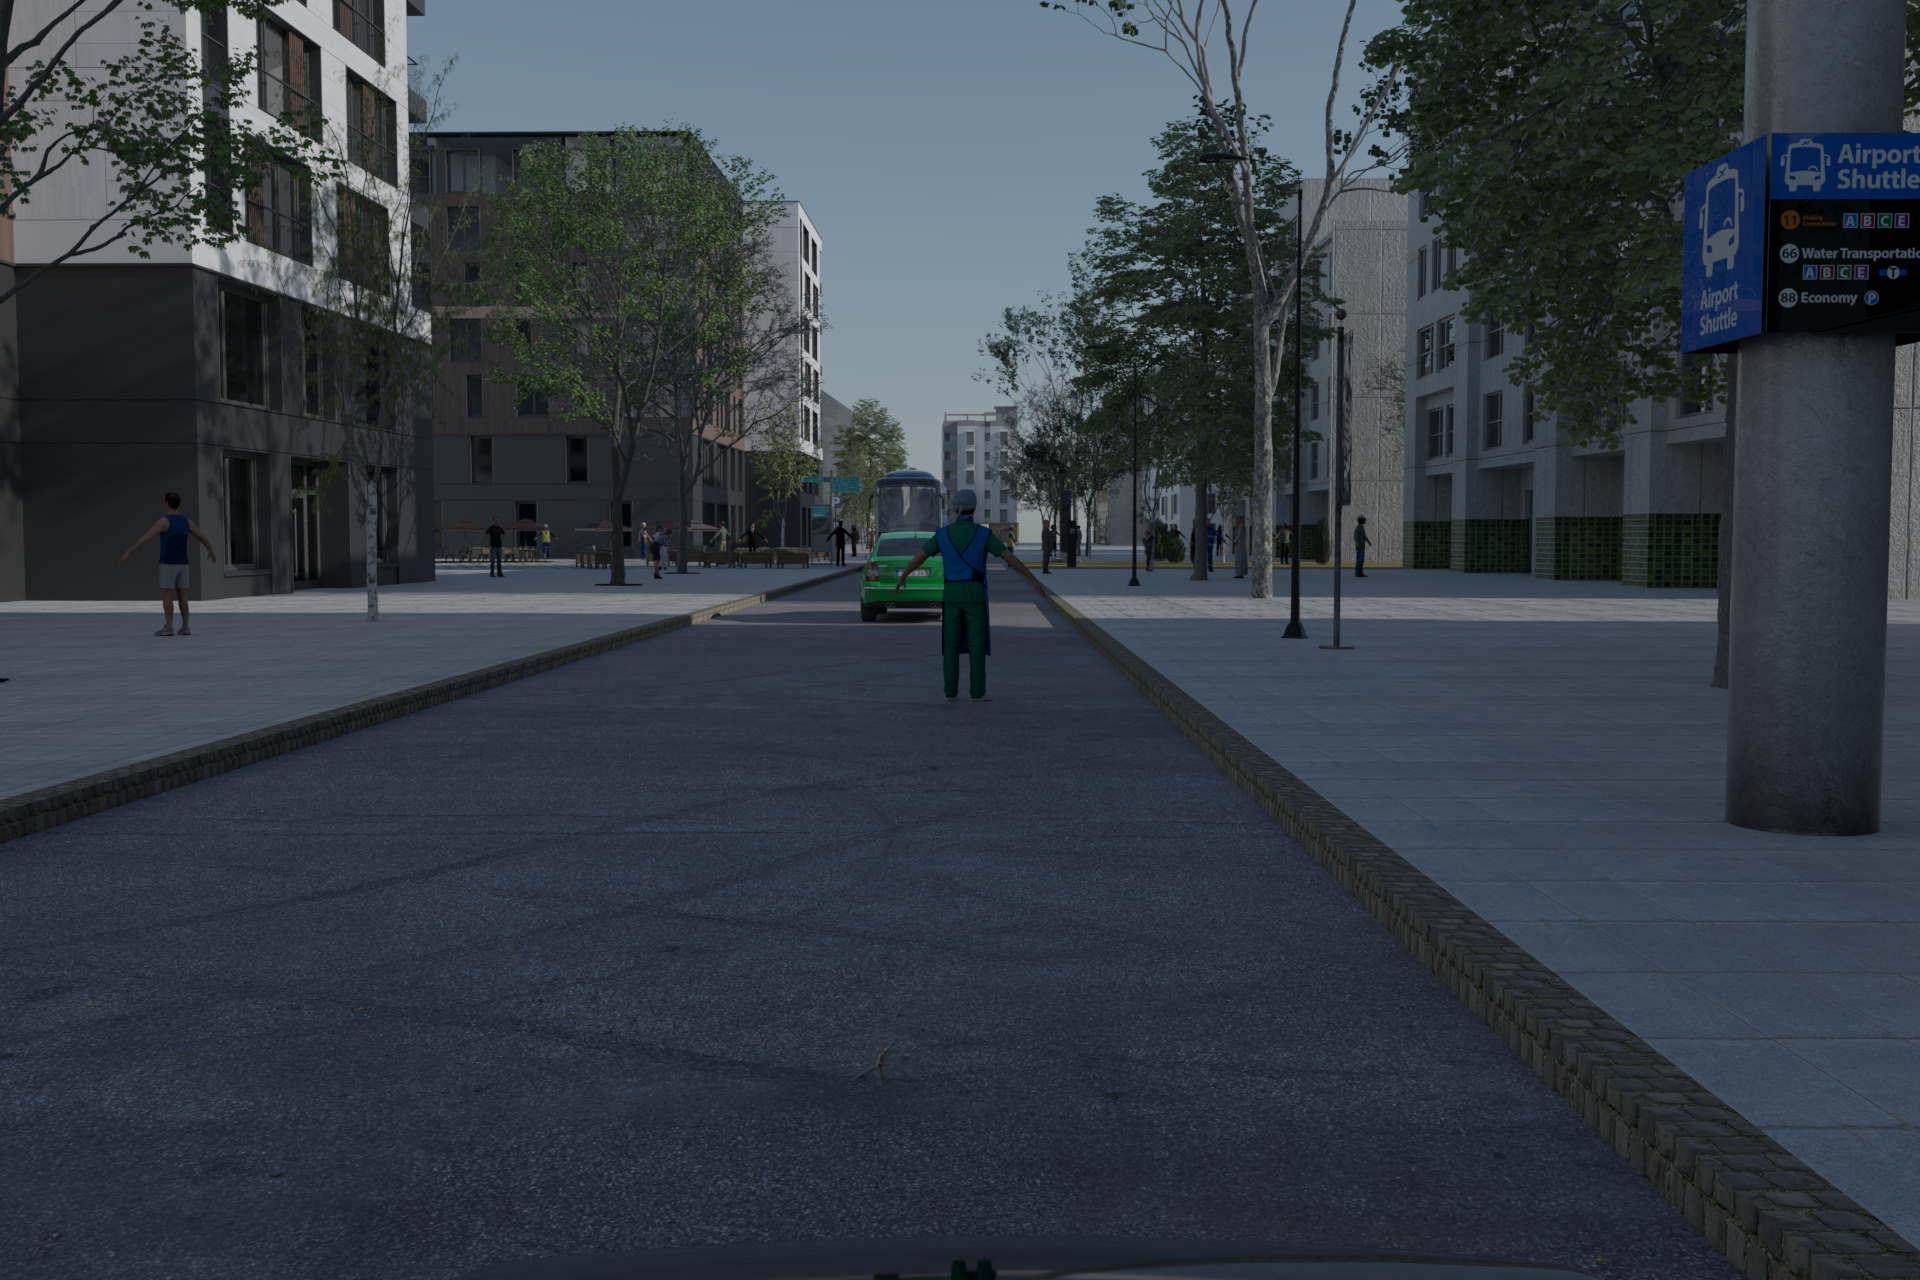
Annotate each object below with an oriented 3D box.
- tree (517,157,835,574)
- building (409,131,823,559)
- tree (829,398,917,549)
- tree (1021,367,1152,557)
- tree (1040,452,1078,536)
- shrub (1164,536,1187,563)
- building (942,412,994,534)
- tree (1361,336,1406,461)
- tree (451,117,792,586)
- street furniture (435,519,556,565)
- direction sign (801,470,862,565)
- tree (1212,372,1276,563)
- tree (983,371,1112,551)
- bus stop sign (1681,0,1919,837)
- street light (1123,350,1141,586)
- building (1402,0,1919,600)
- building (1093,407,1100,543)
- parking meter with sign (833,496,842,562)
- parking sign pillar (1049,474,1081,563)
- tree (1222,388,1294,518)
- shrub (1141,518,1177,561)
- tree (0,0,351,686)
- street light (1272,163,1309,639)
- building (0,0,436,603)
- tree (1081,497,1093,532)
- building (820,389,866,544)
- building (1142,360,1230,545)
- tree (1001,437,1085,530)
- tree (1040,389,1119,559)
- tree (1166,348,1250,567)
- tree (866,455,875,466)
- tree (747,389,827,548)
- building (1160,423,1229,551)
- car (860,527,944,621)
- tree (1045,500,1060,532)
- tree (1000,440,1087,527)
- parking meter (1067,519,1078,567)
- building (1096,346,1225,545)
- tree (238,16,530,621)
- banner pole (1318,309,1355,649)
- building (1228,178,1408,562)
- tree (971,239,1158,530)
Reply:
[{"bbox_3d":[-8.815,-8.874,55.462,12.009,13.543,11.850,0,3,0],"label":"tree"},{"bbox_3d":[-23.827,-15.939,104.584,27.936,21.610,32.646,0,4,1],"label":"building"},{"bbox_3d":[-7.268,-13.832,144.285,7.486,12.596,7.792,0,3,0],"label":"tree"},{"bbox_3d":[7.054,-9.981,97.607,8.767,10.594,7.601,2,4,27],"label":"tree"},{"bbox_3d":[7.860,-11.863,144.325,4.360,8.622,3.978,0,3,0],"label":"tree"},{"bbox_3d":[9.460,-3.963,75.909,1.383,1.207,1.383,0,3,0],"label":"shrub"},{"bbox_3d":[-2.255,-24.459,258.785,11.380,20.090,16.016,-1,4,-9],"label":"building"},{"bbox_3d":[22.084,-9.925,72.638,12.009,13.543,11.850,0,3,0],"label":"tree"},{"bbox_3d":[-8.343,-7.156,42.759,9.928,11.665,9.643,0,3,0],"label":"tree"},{"bbox_3d":[-30.207,-3.918,69.094,27.439,1.986,14.083,-1,4,-13],"label":"street furniture"},{"bbox_3d":[-5.352,-5.133,72.693,2.525,3.948,1.411,0,4,1],"label":"direction sign"},{"bbox_3d":[11.536,-7.760,77.242,4.360,8.622,3.978,0,3,0],"label":"tree"},{"bbox_3d":[7.157,-13.446,130.216,12.009,13.543,11.850,0,3,0],"label":"tree"},{"bbox_3d":[3.716,-1.133,7.535,0.837,3.901,0.837,0,4,0],"label":"bus stop sign"},{"bbox_3d":[4.842,-4.282,42.551,1.470,5.913,1.316,0,4,1],"label":"street light"},{"bbox_3d":[24.803,-11.153,48.817,16.747,18.905,31.486,0,4,1],"label":"building"},{"bbox_3d":[27.391,-22.462,233.715,16.747,18.905,31.486,0,4,1],"label":"building"},{"bbox_3d":[-5.702,-5.153,80.516,0.543,3.016,1.738,0,4,1],"label":"parking meter with sign"},{"bbox_3d":[4.725,-5.475,77.994,1.447,3.967,1.447,0,4,0],"label":"parking sign pillar"},{"bbox_3d":[13.741,-8.064,82.204,4.360,8.622,3.978,0,3,0],"label":"tree"},{"bbox_3d":[9.370,-4.712,81.453,1.690,2.028,1.600,0,3,0],"label":"shrub"},{"bbox_3d":[-8.606,-5.414,14.274,9.928,11.665,9.643,0,3,0],"label":"tree"},{"bbox_3d":[4.679,-2.976,21.205,1.470,5.913,1.316,0,4,0],"label":"street light"},{"bbox_3d":[-28.482,-11.412,30.563,27.936,21.610,32.646,0,4,1],"label":"building"},{"bbox_3d":[20.003,-18.695,256.028,4.737,8.622,4.395,0,3,0],"label":"tree"},{"bbox_3d":[-22.494,-24.496,231.436,19.493,23.208,18.063,0,4,1],"label":"building"},{"bbox_3d":[25.732,-20.717,195.141,16.016,20.090,11.380,0,4,0],"label":"building"},{"bbox_3d":[7.805,-13.366,152.951,8.767,10.594,7.601,0,4,-6],"label":"tree"},{"bbox_3d":[6.787,-8.389,87.529,4.360,8.622,3.978,0,3,0],"label":"tree"},{"bbox_3d":[9.507,-7.115,66.689,4.360,8.622,3.978,0,3,0],"label":"tree"},{"bbox_3d":[-18.181,-24.531,256.964,12.611,20.169,13.585,0,3,0],"label":"tree"},{"bbox_3d":[-8.706,-8.269,85.567,4.737,8.622,4.395,0,3,0],"label":"tree"},{"bbox_3d":[20.701,-11.382,128.240,9.099,9.664,28.070,0,4,0],"label":"building"},{"bbox_3d":[-0.714,-1.284,29.786,1.959,1.807,4.718,0,4,1],"label":"car"},{"bbox_3d":[15.330,-18.869,258.875,4.360,8.622,3.978,0,3,0],"label":"tree"},{"bbox_3d":[7.959,-13.969,162.811,8.767,10.594,7.601,0,4,3],"label":"tree"},{"bbox_3d":[4.349,-3.752,67.058,0.399,1.863,0.255,0,4,-1],"label":"parking meter"},{"bbox_3d":[26.438,-23.103,208.666,19.493,23.208,18.063,0,4,0],"label":"building"},{"bbox_3d":[-8.742,-4.571,25.100,4.360,8.622,3.978,0,3,0],"label":"tree"},{"bbox_3d":[4.226,-1.779,19.104,0.401,3.779,0.863,0,4,1],"label":"banner pole"},{"bbox_3d":[25.480,-13.966,94.802,16.747,18.905,31.486,0,4,0],"label":"building"},{"bbox_3d":[7.113,-15.798,114.184,12.611,20.169,13.585,0,3,0],"label":"tree"}]
